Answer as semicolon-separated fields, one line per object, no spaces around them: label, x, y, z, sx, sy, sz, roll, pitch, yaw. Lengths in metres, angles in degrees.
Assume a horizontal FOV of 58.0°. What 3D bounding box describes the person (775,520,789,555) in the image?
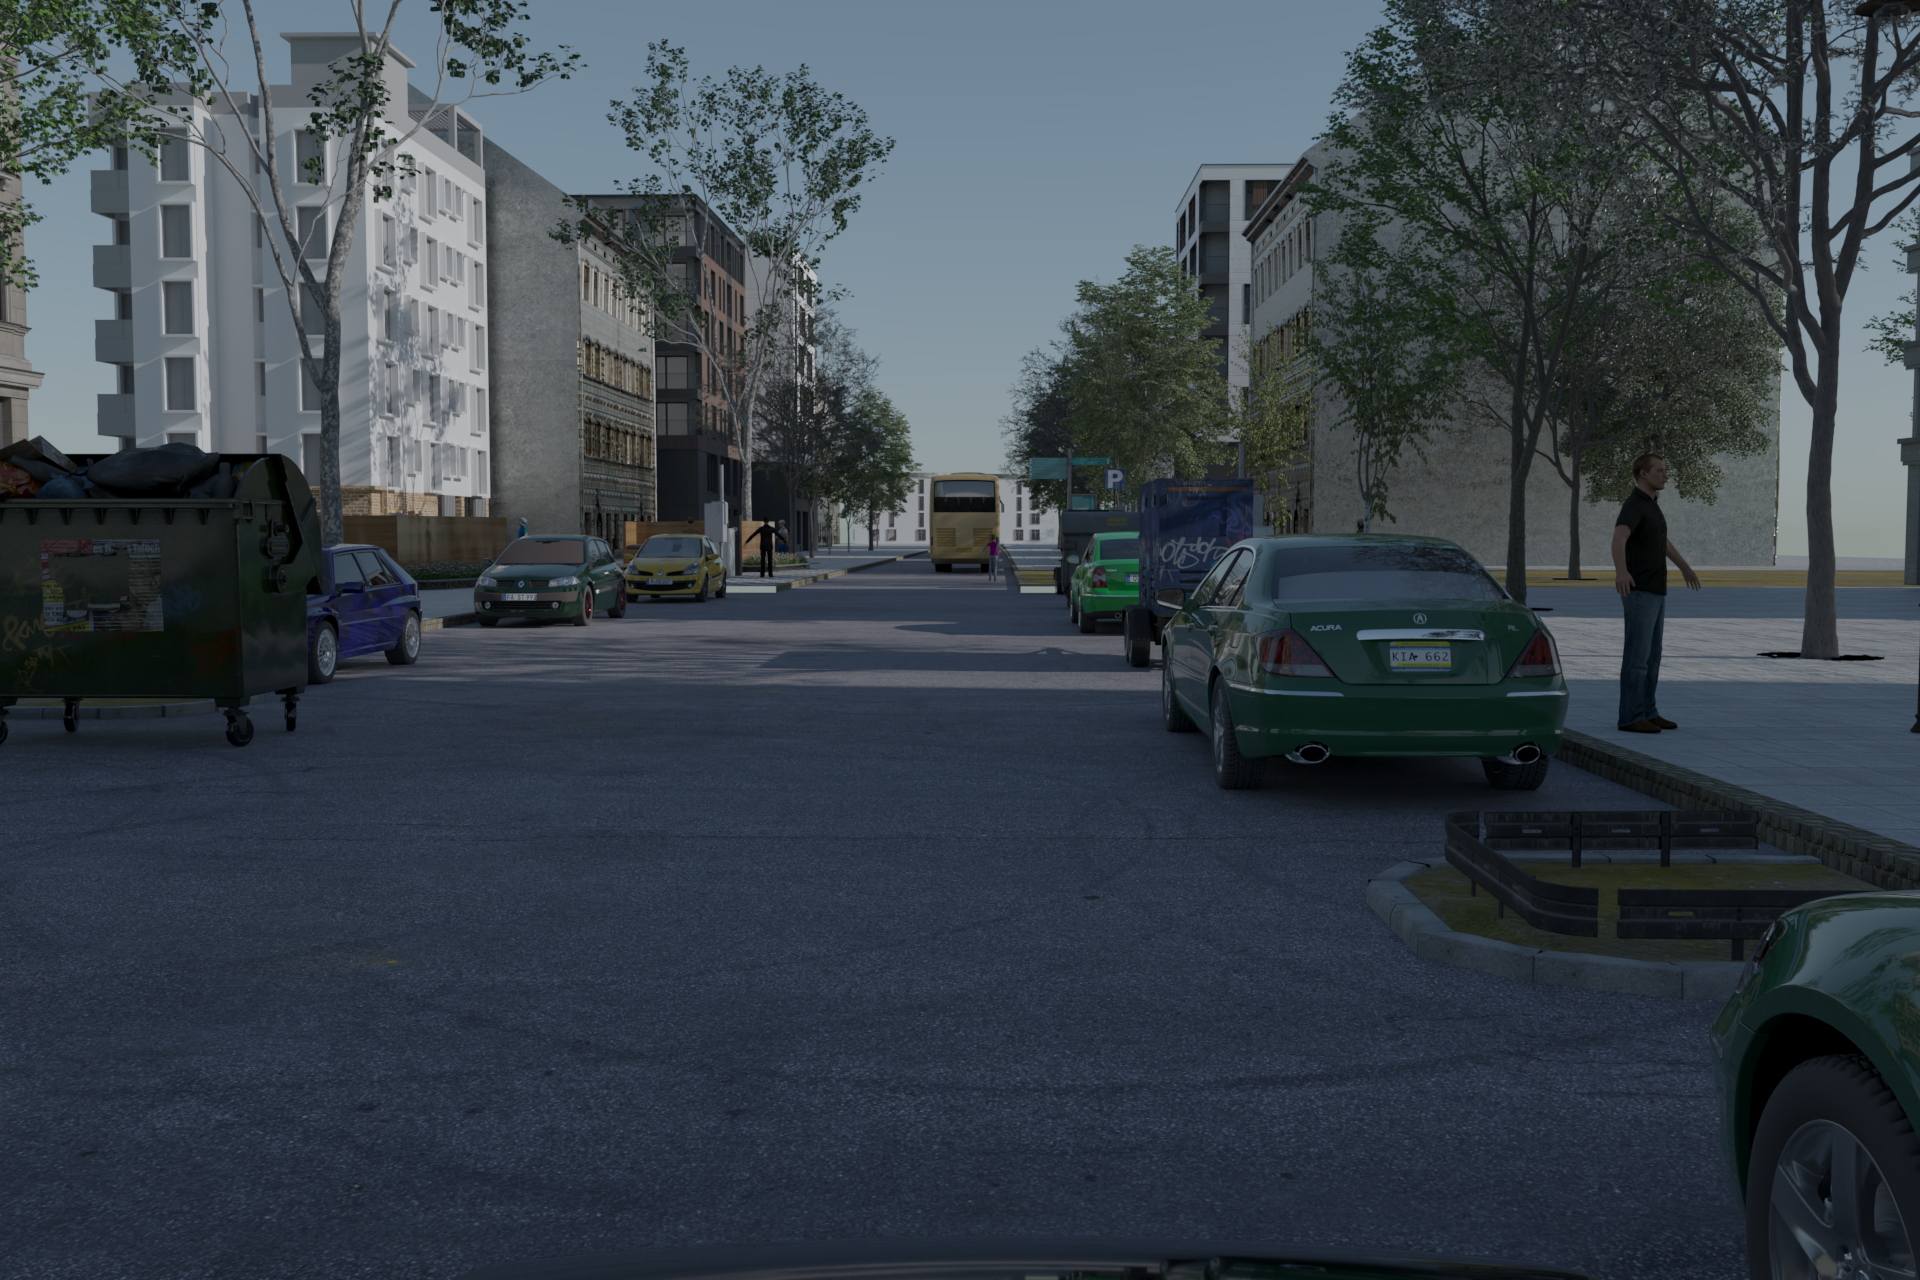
person;-7.077;-3.844;68.712;0.705;1.847;1.347;-2;4;-33

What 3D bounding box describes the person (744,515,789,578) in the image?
person;-5.723;-2.769;51.214;1.347;1.837;0.705;0;4;-5

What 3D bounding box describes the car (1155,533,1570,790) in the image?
car;2.378;0.041;11.135;2.131;1.459;4.920;0;4;1

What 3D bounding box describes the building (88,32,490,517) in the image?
building;-26.995;-12.872;66.879;16.016;20.090;11.380;0;4;2

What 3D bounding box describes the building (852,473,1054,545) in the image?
building;-0.838;-17.904;237.334;28.070;9.664;9.099;0;4;-8

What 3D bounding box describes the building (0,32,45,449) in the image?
building;-29.487;-10.744;25.627;10.553;20.879;40.483;0;4;2

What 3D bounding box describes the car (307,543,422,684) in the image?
car;-6.881;-0.316;17.747;1.945;1.354;3.894;0;4;1

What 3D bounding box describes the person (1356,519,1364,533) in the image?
person;14.883;-3.587;64.413;0.705;1.858;1.354;0;4;-7

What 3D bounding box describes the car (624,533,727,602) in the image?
car;-6.140;-1.669;37.518;2.015;1.641;3.980;0;4;1

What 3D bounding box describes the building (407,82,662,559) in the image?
building;-26.884;-15.852;90.110;19.493;23.208;18.063;0;4;1

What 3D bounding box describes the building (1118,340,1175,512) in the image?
building;24.624;-18.287;165.442;16.747;18.905;31.486;0;4;1

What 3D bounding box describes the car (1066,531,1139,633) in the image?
car;2.631;-1.077;26.401;1.959;1.807;4.718;0;4;1

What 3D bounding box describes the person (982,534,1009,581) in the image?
person;1.044;-2.491;52.446;0.991;1.433;0.599;3;4;37

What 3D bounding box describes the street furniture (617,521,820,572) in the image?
street furniture;-7.949;-3.355;61.709;9.812;1.723;11.010;0;4;8

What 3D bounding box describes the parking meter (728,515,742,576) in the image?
parking meter;-6.903;-2.903;53.175;0.399;1.863;0.255;0;4;3

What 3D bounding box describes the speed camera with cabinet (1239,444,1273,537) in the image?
speed camera with cabinet;6.336;-2.634;37.401;0.660;3.252;2.038;0;4;2

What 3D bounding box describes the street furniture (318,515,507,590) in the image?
street furniture;-14.306;-2.172;42.366;11.010;1.723;9.812;1;4;15

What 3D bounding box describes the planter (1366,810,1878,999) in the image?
planter;2.559;0.907;6.313;1.991;0.319;1.994;0;4;2

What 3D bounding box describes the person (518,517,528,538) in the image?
person;-13.915;-2.989;54.996;0.704;1.817;1.347;-2;4;-24

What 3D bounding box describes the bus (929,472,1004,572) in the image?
bus;0.303;-4.678;68.030;2.896;3.916;12.252;0;4;1

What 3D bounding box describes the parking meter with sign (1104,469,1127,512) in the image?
parking meter with sign;4.115;-3.015;45.552;0.543;3.016;1.738;0;4;2

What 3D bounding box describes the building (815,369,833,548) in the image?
building;-22.485;-20.509;166.249;19.493;23.208;18.063;0;4;1

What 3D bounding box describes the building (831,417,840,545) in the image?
building;-24.666;-23.240;210.902;19.493;23.208;18.063;0;4;1

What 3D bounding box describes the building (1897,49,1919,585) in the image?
building;25.844;-11.320;31.755;8.464;21.280;15.925;0;4;1

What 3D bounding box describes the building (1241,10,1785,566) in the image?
building;23.590;-15.096;77.752;19.493;23.208;18.063;0;4;2

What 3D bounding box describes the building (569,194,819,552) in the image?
building;-25.734;-16.940;120.949;27.936;21.610;32.646;0;4;2

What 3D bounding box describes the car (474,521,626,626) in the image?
car;-6.616;-1.126;28.198;2.009;1.686;4.222;0;4;1

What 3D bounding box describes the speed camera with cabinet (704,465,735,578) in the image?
speed camera with cabinet;-6.982;-3.422;50.279;0.660;3.252;2.038;0;4;2

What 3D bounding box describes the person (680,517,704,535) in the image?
person;-7.081;-2.373;45.601;1.217;1.733;0.721;-1;4;-8

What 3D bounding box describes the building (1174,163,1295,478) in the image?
building;27.591;-16.390;111.953;27.936;21.610;32.646;0;4;1

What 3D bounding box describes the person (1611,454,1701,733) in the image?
person;4.487;-0.310;11.281;0.705;1.803;1.348;3;5;41
